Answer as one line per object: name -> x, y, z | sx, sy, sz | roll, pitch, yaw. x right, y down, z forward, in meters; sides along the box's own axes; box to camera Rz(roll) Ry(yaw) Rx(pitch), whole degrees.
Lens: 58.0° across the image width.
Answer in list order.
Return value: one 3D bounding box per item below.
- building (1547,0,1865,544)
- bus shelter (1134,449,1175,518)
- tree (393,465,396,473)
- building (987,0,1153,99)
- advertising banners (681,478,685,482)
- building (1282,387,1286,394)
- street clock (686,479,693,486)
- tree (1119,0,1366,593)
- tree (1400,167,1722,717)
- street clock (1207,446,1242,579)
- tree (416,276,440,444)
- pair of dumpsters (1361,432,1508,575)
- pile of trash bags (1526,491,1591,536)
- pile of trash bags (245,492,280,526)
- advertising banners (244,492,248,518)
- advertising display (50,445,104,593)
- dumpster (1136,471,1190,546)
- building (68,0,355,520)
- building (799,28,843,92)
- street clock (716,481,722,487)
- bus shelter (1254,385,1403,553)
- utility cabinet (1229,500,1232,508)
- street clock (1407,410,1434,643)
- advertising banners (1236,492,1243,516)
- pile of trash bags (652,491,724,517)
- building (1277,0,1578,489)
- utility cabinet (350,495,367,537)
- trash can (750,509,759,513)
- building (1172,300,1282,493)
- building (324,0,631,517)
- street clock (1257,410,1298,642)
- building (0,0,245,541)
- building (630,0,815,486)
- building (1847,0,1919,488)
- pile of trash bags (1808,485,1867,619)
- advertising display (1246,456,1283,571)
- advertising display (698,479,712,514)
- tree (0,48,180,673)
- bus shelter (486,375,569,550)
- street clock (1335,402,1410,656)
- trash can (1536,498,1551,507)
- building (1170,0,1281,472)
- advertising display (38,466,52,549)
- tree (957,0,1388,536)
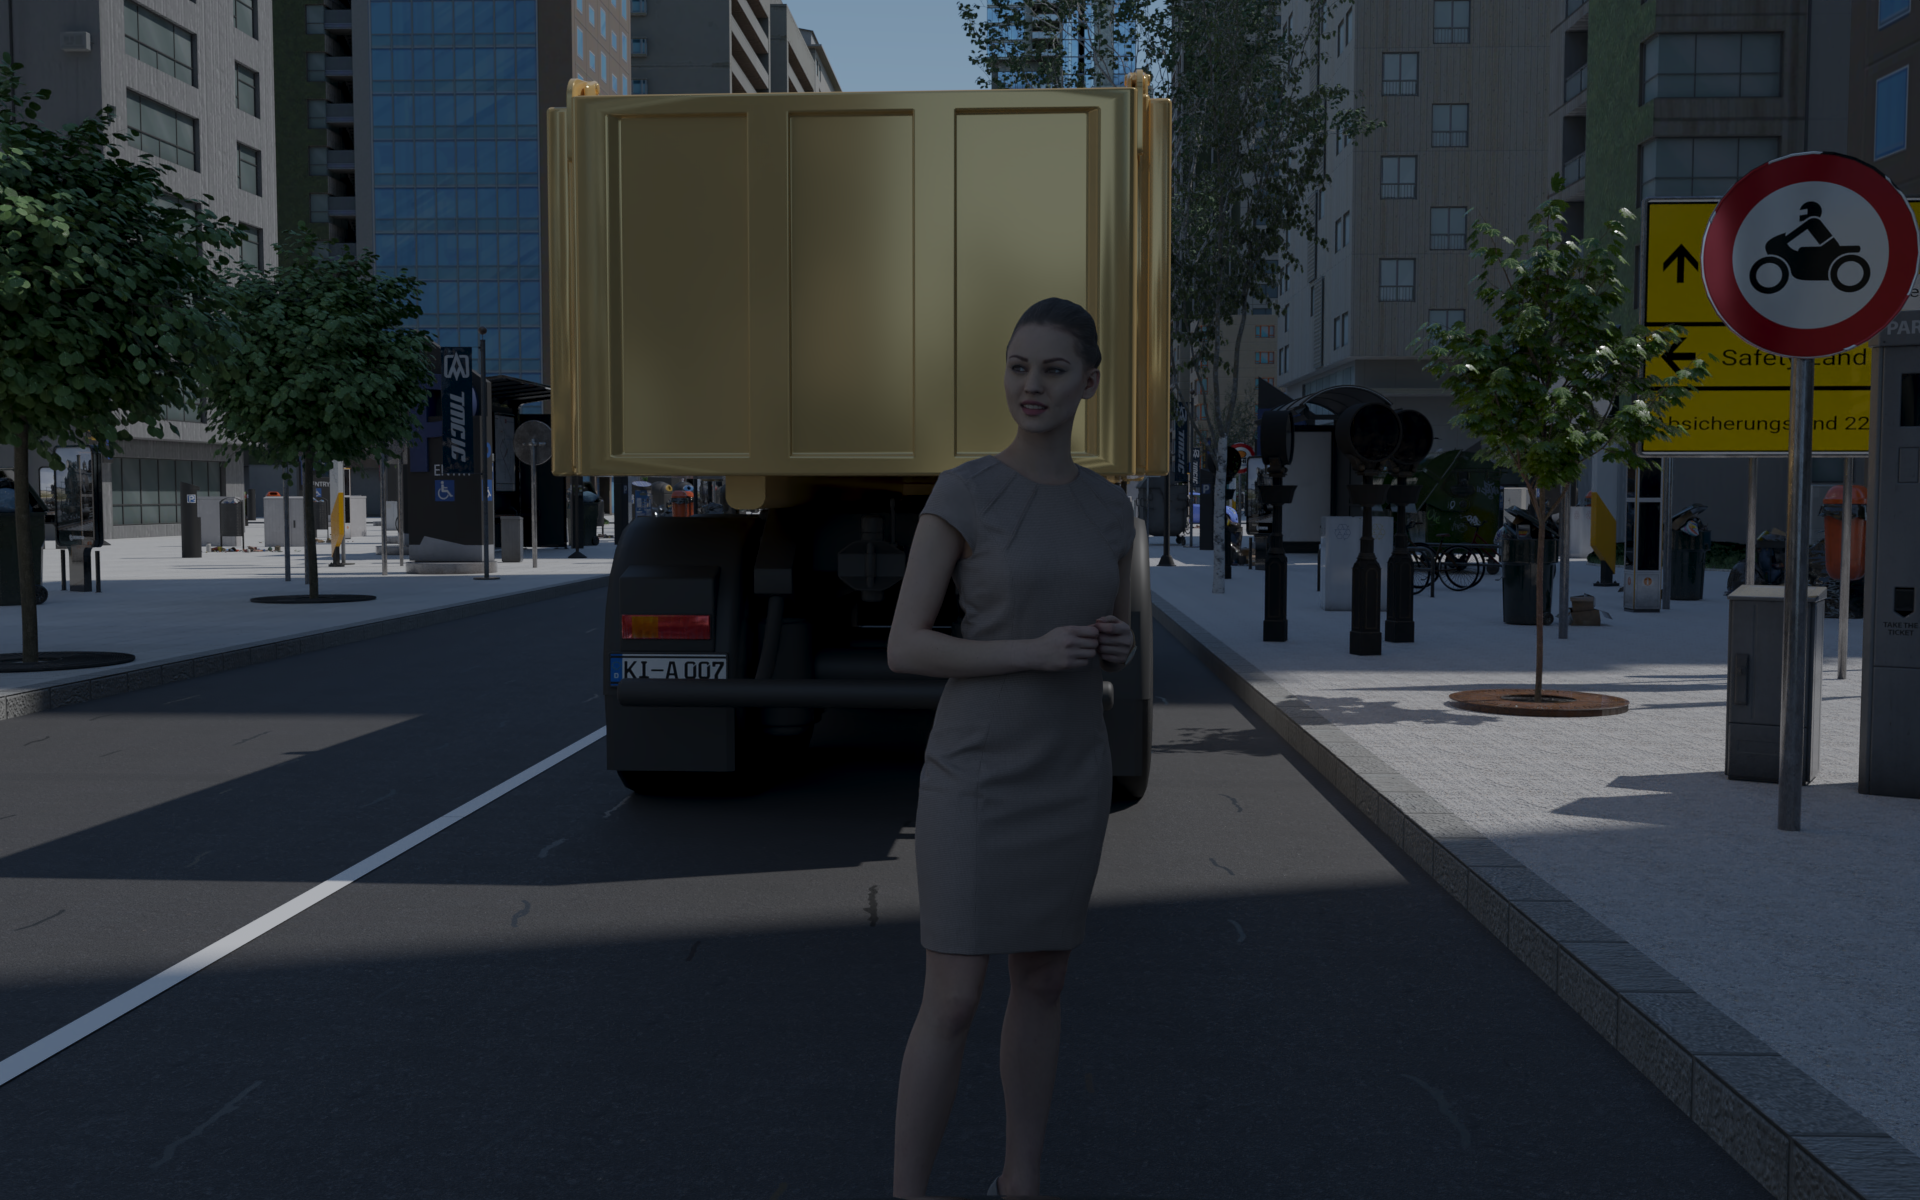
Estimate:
building -> 24.291, -22.319, 48.510 | 14.154, 41.232, 14.086 | 0, 4, 2
bus shelter -> 7.478, -4.652, 69.988 | 2.014, 3.302, 5.546 | 0, 4, 2
tree -> -16.694, -3.586, 53.235 | 1.663, 3.219, 1.824 | 0, 3, 0
building -> 15.801, -58.012, 261.170 | 31.000, 86.520, 22.319 | 0, 4, 2
advertising banners -> -13.738, -5.606, 87.844 | 0.090, 3.025, 2.074 | -2, 4, -32
building -> 32.148, -29.294, 129.064 | 14.600, 45.320, 14.200 | 0, 4, 2
street clock -> -10.324, -3.822, 67.053 | 0.471, 2.002, 0.358 | 2, 4, 25
tree -> 3.242, -4.405, 22.379 | 4.360, 8.622, 3.978 | 0, 3, 0
tree -> 3.615, -0.961, 10.308 | 1.663, 3.219, 1.824 | 0, 3, 0
street clock -> 3.988, -1.321, 26.172 | 0.471, 2.002, 0.358 | -1, 4, -17
tree -> -7.800, -2.274, 20.886 | 4.285, 4.588, 4.351 | 0, 3, 0
pair of dumpsters -> 8.007, -1.651, 29.480 | 1.574, 2.255, 4.437 | 0, 4, 2
pile of trash bags -> 14.001, -1.834, 39.746 | 1.912, 1.369, 3.447 | 3, 5, 42
pile of trash bags -> -29.096, -3.660, 69.593 | 3.447, 1.369, 1.912 | -2, 4, -27
advertising banners -> -36.398, -5.554, 86.989 | 0.090, 3.025, 2.074 | 1, 4, 12
advertising display -> -11.577, -1.073, 22.752 | 0.974, 1.923, 0.123 | 2, 4, 35
dumpster -> 5.120, -2.321, 43.710 | 1.264, 1.857, 1.865 | 0, 4, 2
building -> -40.938, -20.172, 101.519 | 14.107, 30.474, 14.160 | 0, 4, 2
building -> -28.194, -37.569, 203.487 | 27.495, 52.752, 28.713 | 0, 4, 2
street clock -> -12.375, -5.165, 89.016 | 0.358, 2.002, 0.471 | -1, 4, -21
bus shelter -> 7.280, -2.505, 34.876 | 2.014, 3.302, 5.546 | 0, 4, 2
utility cabinet -> 12.583, -4.423, 83.473 | 1.020, 1.237, 0.306 | 2, 4, 35
street clock -> 3.812, -0.636, 14.964 | 0.471, 2.002, 0.358 | -1, 4, -14
advertising banners -> 14.688, -6.117, 96.205 | 2.074, 3.025, 0.090 | 1, 4, 9
pile of trash bags -> -7.212, -2.208, 45.850 | 1.912, 1.369, 3.447 | 0, 4, -2
building -> 34.304, -31.514, 104.494 | 27.495, 52.752, 28.713 | 0, 4, 2
utility cabinet -> -18.199, -2.490, 51.865 | 0.306, 1.237, 1.020 | 1, 4, 14
trash can -> -13.887, -6.448, 117.071 | 0.748, 1.137, 0.748 | 0, 3, 0
building -> 37.352, -20.562, 181.223 | 27.650, 21.520, 28.899 | 0, 4, 2
building -> -27.543, -27.566, 100.809 | 14.600, 45.320, 14.200 | 0, 4, 2
street clock -> 2.753, -0.642, 15.059 | 0.358, 2.002, 0.471 | 1, 4, 20
building -> -29.854, -17.250, 53.740 | 14.107, 30.474, 14.160 | 0, 4, 2
building -> -25.748, -33.218, 166.821 | 21.300, 48.544, 21.600 | 0, 4, 2
building -> 24.301, -23.007, 26.269 | 14.600, 45.320, 14.200 | 0, 4, 2
pile of trash bags -> 9.541, -0.496, 17.859 | 1.912, 1.369, 3.447 | 3, 5, 40
advertising display -> 5.101, -1.459, 29.068 | 0.123, 1.923, 0.974 | -1, 4, -21
advertising display -> -7.231, -2.673, 48.914 | 0.123, 1.923, 0.974 | -2, 4, -30
tree -> -7.091, -1.792, 13.014 | 4.285, 4.588, 4.351 | 0, 3, 0
bus shelter -> -9.753, -2.812, 37.265 | 1.731, 3.624, 6.357 | 0, 4, 2
street clock -> 3.239, -0.563, 13.776 | 0.471, 2.002, 0.358 | -1, 4, -16
trash can -> 21.193, -3.157, 63.277 | 0.748, 1.137, 0.748 | 0, 3, 0
building -> 33.734, -46.889, 204.894 | 20.563, 71.187, 20.611 | 0, 4, 2
advertising display -> -20.879, -2.147, 40.313 | 0.974, 1.923, 0.123 | -2, 4, -28
tree -> 7.054, -12.014, 52.311 | 12.611, 20.169, 13.585 | 0, 3, 0
